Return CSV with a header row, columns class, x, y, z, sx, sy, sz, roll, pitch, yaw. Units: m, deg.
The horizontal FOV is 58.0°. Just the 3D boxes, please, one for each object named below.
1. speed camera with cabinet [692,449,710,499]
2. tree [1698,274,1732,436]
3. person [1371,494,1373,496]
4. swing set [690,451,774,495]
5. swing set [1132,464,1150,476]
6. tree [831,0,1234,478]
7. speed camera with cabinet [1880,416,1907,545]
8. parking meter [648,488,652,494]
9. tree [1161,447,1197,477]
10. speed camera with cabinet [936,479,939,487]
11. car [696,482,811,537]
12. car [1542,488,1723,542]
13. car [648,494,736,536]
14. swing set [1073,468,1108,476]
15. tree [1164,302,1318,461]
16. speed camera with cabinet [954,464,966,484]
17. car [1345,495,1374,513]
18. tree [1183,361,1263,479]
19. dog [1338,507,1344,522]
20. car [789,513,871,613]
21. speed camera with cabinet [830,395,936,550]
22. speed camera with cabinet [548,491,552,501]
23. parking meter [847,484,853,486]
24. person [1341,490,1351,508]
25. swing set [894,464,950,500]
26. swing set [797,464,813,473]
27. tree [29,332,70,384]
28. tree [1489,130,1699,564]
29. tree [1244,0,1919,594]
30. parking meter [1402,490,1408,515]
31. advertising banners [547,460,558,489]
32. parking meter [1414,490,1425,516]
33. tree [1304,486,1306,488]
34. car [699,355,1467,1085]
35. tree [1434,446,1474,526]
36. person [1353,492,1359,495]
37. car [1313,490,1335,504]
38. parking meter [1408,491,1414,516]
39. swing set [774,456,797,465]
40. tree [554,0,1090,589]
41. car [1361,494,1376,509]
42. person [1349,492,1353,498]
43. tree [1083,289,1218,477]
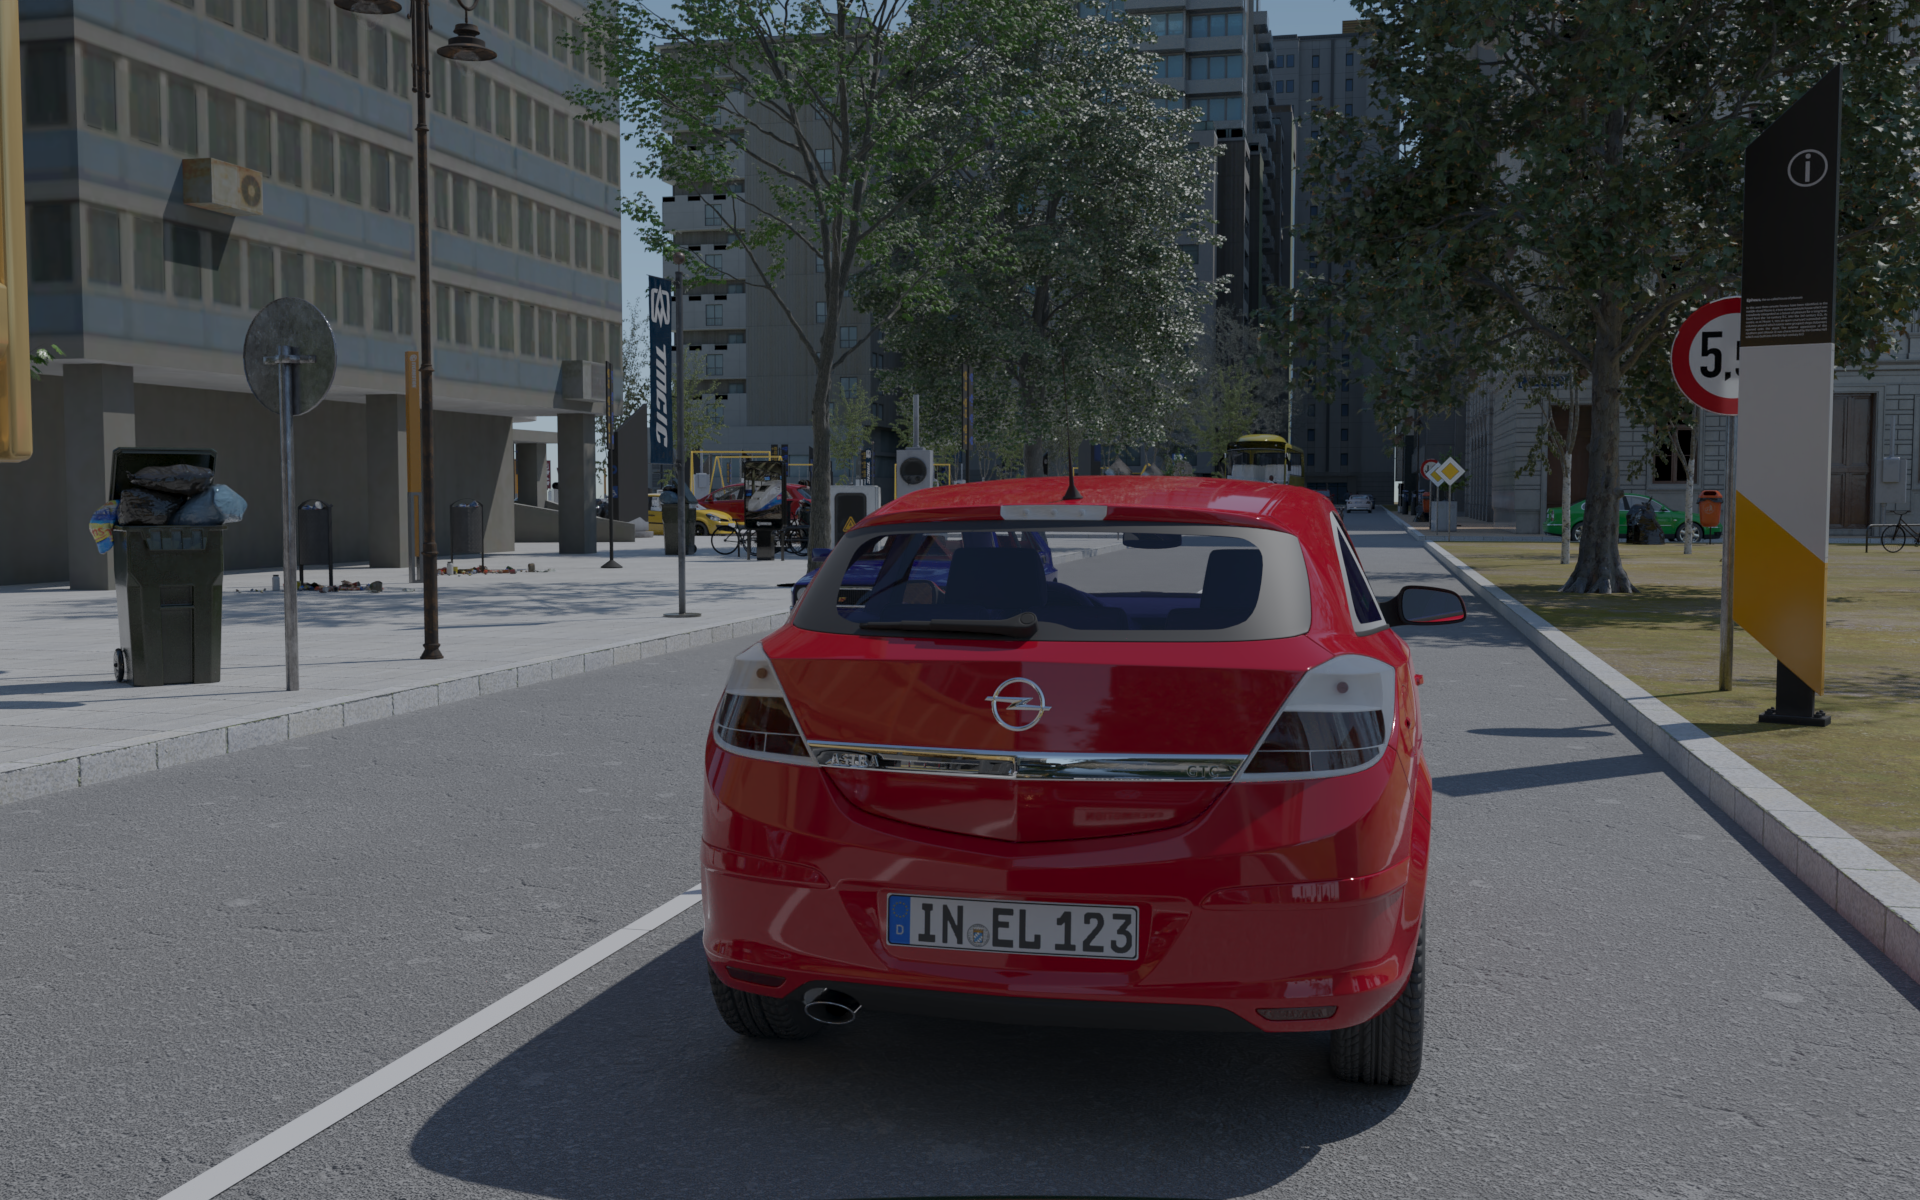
class,x,y,z,sx,sy,sz,roll,pitch,yaw
speed camera with cabinet,-10.911,-5.072,77.260,2.038,3.252,0.660,-2,4,-26
tree,15.440,-5.300,37.015,4.360,8.622,3.978,0,3,0
person,40.783,-9.812,172.163,0.421,1.427,0.697,-2,4,-31
swing set,-8.490,-4.015,63.269,3.119,2.851,2.862,0,4,-5
swing set,9.794,-5.665,90.236,2.862,2.851,3.119,0,4,7
tree,1.659,-8.203,40.780,9.857,13.997,8.962,0,3,0
speed camera with cabinet,24.181,-3.008,43.519,2.038,3.252,0.660,2,4,30
parking meter,-12.242,-3.639,67.914,0.372,1.533,0.369,0,3,0
tree,8.978,-4.686,71.225,1.663,3.219,1.824,0,3,0
speed camera with cabinet,-2.359,-6.900,107.152,2.038,3.252,0.660,1,4,18
car,-7.065,-2.910,56.250,5.304,1.827,2.281,1,4,12
car,18.792,-2.426,48.454,4.718,1.807,1.959,1,4,13
car,-9.013,-2.702,54.400,3.980,1.641,2.015,1,4,15
swing set,8.227,-6.400,102.265,3.119,2.851,2.862,0,4,5
tree,17.510,-12.264,110.890,12.009,13.543,11.850,0,3,0
speed camera with cabinet,-0.550,-7.259,113.026,2.038,3.252,0.660,2,4,33
car,30.206,-7.256,130.995,2.083,1.381,4.827,1,4,14
tree,14.523,-8.854,95.128,4.737,8.622,4.395,0,3,0
dog,17.969,-3.949,81.409,0.513,0.831,0.800,3,5,42
car,-0.225,-0.171,15.378,1.945,1.354,3.894,1,4,13
speed camera with cabinet,-1.577,-2.452,34.433,2.038,3.252,0.660,0,4,6
speed camera with cabinet,-20.788,-5.718,87.820,2.038,3.252,0.660,1,4,19
parking meter,-6.255,-5.657,98.200,0.399,1.863,0.255,-1,4,-14
person,40.299,-10.503,180.203,1.348,1.826,0.705,-1,4,-15
swing set,-2.083,-5.668,90.294,3.119,2.851,2.862,0,4,-1
swing set,-8.611,-5.681,90.507,3.119,2.851,2.862,0,4,-6
tree,-6.406,-0.944,10.032,1.663,3.219,1.824,0,3,0
tree,10.889,-4.970,31.625,4.360,8.622,3.978,0,3,0
tree,8.524,-6.445,22.382,9.611,12.733,9.660,0,3,0
parking meter,27.677,-6.067,107.609,0.372,1.533,0.369,0,3,0
advertising banners,-20.731,-5.720,89.716,2.074,3.025,0.090,-3,5,-43
parking meter,25.793,-5.407,96.812,0.372,1.533,0.369,0,3,0
tree,40.075,-12.882,205.226,1.663,3.219,1.824,0,3,0
car,0.609,0.197,5.825,2.155,1.783,4.494,1,4,13
tree,19.671,-4.563,69.201,1.663,3.219,1.824,0,3,0
person,40.497,-10.218,177.034,0.593,1.643,0.415,1,4,13
car,30.309,-8.368,145.495,2.281,1.827,5.304,1,4,13
parking meter,27.108,-5.809,103.385,0.372,1.533,0.369,0,3,0
swing set,-8.858,-4.527,71.644,3.119,2.851,2.862,1,4,16
tree,-1.797,-5.978,23.497,9.928,11.665,9.643,0,3,0
car,38.370,-9.300,164.064,2.014,1.417,4.499,1,4,11
person,43.467,-11.160,192.430,0.415,1.643,0.593,-3,4,-37
tree,6.916,-6.813,61.760,4.360,8.622,3.978,0,3,0
